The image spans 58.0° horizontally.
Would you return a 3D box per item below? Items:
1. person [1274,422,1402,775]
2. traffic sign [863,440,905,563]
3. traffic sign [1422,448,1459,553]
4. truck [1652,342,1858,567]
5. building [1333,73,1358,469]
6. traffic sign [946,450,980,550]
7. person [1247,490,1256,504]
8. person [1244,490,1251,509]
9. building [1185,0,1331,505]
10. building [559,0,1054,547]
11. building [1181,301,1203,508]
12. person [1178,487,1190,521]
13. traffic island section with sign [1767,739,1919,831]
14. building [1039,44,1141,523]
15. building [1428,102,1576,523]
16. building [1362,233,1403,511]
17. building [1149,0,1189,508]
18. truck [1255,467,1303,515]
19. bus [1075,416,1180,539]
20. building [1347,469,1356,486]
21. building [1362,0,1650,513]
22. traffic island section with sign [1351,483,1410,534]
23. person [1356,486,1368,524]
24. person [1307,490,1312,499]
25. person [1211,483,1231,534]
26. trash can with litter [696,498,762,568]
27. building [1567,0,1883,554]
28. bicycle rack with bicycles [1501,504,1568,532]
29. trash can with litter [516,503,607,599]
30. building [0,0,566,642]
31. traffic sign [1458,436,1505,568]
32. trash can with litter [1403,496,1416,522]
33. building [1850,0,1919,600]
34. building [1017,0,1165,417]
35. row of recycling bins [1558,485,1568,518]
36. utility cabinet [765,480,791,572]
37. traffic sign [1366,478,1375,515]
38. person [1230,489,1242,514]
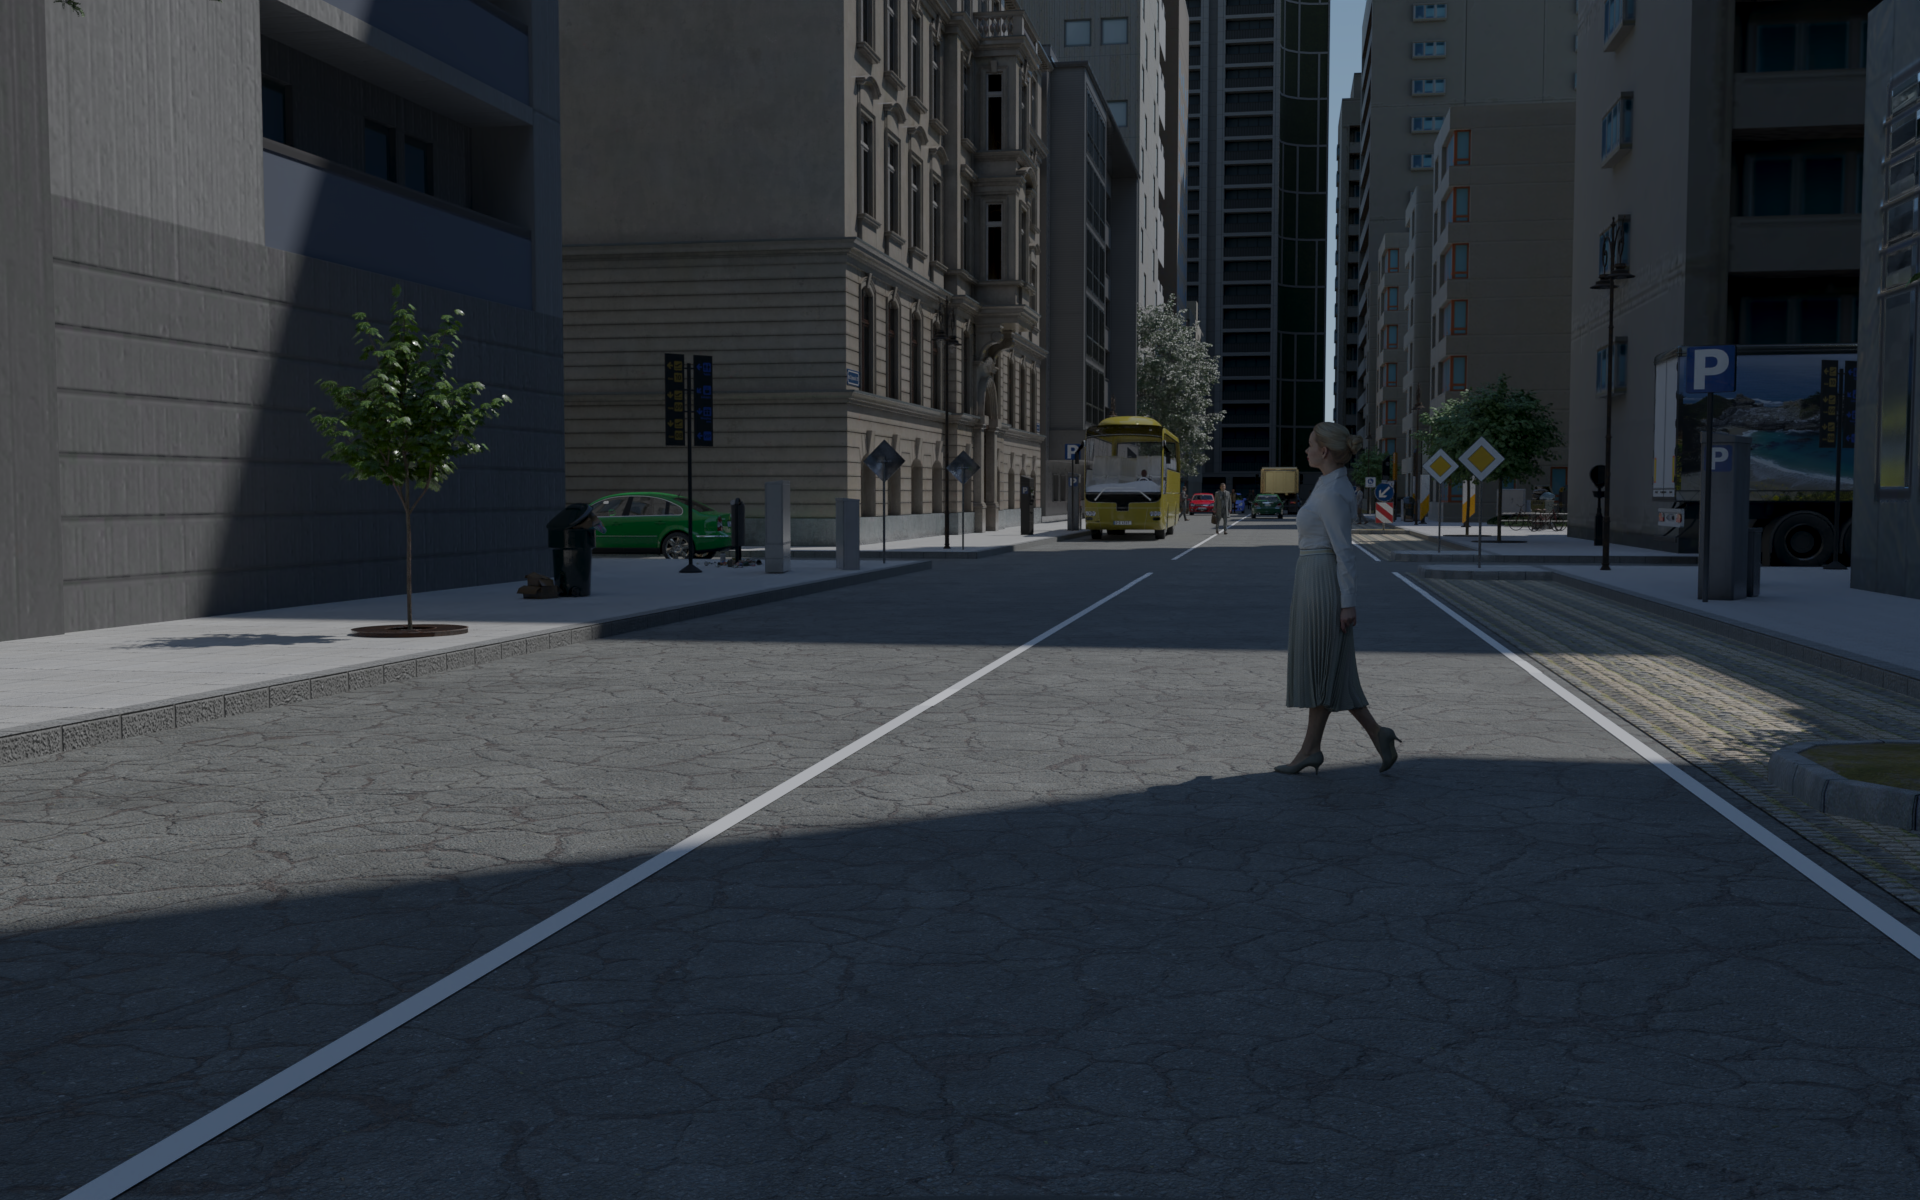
[{"bbox_3d":[1.937,-0.006,8.823,0.641,1.798,0.478,2,4,25],"label":"person"},{"bbox_3d":[-1.399,-1.732,31.956,0.795,2.450,0.064,1,4,11],"label":"traffic sign"},{"bbox_3d":[10.482,-2.092,37.840,0.795,2.450,0.064,1,4,11],"label":"traffic sign"},{"bbox_3d":[19.227,-2.676,32.673,11.283,4.237,2.839,1,4,12],"label":"truck"},{"bbox_3d":[54.546,-35.334,201.405,21.600,48.544,21.300,1,4,11],"label":"building"},{"bbox_3d":[0.073,-2.212,39.805,0.795,2.450,0.064,1,4,11],"label":"traffic sign"},{"bbox_3d":[25.260,-8.602,149.282,1.348,1.807,0.705,-2,4,-29],"label":"person"},{"bbox_3d":[27.518,-9.521,164.304,1.348,1.807,0.705,2,4,30],"label":"person"},{"bbox_3d":[32.972,-46.870,204.581,20.611,71.187,20.563,1,4,11],"label":"building"},{"bbox_3d":[-4.648,-14.667,58.886,14.460,24.649,34.723,1,4,11],"label":"building"},{"bbox_3d":[9.604,-20.313,177.165,28.899,21.520,27.650,1,4,11],"label":"building"},{"bbox_3d":[11.794,-5.087,91.637,0.822,1.834,0.622,-1,4,-15],"label":"person"},{"bbox_3d":[4.910,0.042,7.948,1.989,1.847,2.006,1,4,11],"label":"traffic island section with sign"},{"bbox_3d":[1.118,-16.632,90.996,14.314,24.678,30.058,1,4,11],"label":"building"},{"bbox_3d":[38.079,-14.936,89.240,27.650,21.520,28.899,1,4,11],"label":"building"},{"bbox_3d":[44.345,-17.218,126.560,27.650,21.520,28.899,1,4,11],"label":"building"},{"bbox_3d":[12.190,-30.512,148.975,14.600,45.320,14.200,1,4,11],"label":"building"},{"bbox_3d":[22.769,-7.803,123.508,3.469,3.379,9.791,1,4,10],"label":"truck"},{"bbox_3d":[5.904,-4.086,58.350,2.896,3.916,12.252,1,4,9],"label":"bus"},{"bbox_3d":[49.042,-44.858,171.682,20.563,71.187,20.611,1,4,11],"label":"building"},{"bbox_3d":[46.244,-32.279,151.464,21.300,48.544,21.600,1,4,11],"label":"building"},{"bbox_3d":[15.053,-3.270,62.090,1.989,1.847,2.006,1,4,11],"label":"traffic island section with sign"},{"bbox_3d":[18.805,-4.463,81.594,0.853,1.813,0.709,0,4,-8],"label":"person"},{"bbox_3d":[34.754,-9.999,171.989,0.705,1.823,1.348,-1,4,-10],"label":"person"},{"bbox_3d":[9.299,-3.236,61.517,0.694,1.812,0.767,0,4,-2],"label":"person"},{"bbox_3d":[-4.123,-1.222,31.045,1.678,1.210,2.233,0,4,-1],"label":"trash can with litter"},{"bbox_3d":[27.758,-25.729,44.370,21.600,48.544,21.300,1,4,11],"label":"building"},{"bbox_3d":[20.291,-2.865,60.226,2.925,0.926,2.852,-1,4,-18],"label":"bicycle rack with bicycles"},{"bbox_3d":[-4.945,-0.617,21.475,0.624,1.170,1.055,2,4,32],"label":"trash can with litter"},{"bbox_3d":[-20.749,-29.450,23.503,28.212,58.520,21.231,1,4,11],"label":"building"},{"bbox_3d":[9.011,-1.612,29.991,0.795,2.450,0.064,1,4,11],"label":"traffic sign"},{"bbox_3d":[20.617,-4.154,79.305,0.624,1.170,1.055,1,4,9],"label":"trash can with litter"},{"bbox_3d":[20.260,-42.267,3.731,22.319,86.520,31.000,1,4,11],"label":"building"},{"bbox_3d":[1.110,-33.053,129.648,28.713,52.752,27.495,1,4,11],"label":"building"},{"bbox_3d":[26.191,-4.096,74.085,1.069,1.692,3.534,1,4,16],"label":"row of recycling bins"},{"bbox_3d":[-3.001,-1.207,28.421,0.318,1.500,1.173,0,4,0],"label":"utility cabinet"},{"bbox_3d":[24.962,-6.312,105.334,0.606,2.300,0.079,1,4,18],"label":"traffic sign"},{"bbox_3d":[19.603,-7.081,124.376,1.348,1.812,0.705,1,4,18],"label":"person"}]
